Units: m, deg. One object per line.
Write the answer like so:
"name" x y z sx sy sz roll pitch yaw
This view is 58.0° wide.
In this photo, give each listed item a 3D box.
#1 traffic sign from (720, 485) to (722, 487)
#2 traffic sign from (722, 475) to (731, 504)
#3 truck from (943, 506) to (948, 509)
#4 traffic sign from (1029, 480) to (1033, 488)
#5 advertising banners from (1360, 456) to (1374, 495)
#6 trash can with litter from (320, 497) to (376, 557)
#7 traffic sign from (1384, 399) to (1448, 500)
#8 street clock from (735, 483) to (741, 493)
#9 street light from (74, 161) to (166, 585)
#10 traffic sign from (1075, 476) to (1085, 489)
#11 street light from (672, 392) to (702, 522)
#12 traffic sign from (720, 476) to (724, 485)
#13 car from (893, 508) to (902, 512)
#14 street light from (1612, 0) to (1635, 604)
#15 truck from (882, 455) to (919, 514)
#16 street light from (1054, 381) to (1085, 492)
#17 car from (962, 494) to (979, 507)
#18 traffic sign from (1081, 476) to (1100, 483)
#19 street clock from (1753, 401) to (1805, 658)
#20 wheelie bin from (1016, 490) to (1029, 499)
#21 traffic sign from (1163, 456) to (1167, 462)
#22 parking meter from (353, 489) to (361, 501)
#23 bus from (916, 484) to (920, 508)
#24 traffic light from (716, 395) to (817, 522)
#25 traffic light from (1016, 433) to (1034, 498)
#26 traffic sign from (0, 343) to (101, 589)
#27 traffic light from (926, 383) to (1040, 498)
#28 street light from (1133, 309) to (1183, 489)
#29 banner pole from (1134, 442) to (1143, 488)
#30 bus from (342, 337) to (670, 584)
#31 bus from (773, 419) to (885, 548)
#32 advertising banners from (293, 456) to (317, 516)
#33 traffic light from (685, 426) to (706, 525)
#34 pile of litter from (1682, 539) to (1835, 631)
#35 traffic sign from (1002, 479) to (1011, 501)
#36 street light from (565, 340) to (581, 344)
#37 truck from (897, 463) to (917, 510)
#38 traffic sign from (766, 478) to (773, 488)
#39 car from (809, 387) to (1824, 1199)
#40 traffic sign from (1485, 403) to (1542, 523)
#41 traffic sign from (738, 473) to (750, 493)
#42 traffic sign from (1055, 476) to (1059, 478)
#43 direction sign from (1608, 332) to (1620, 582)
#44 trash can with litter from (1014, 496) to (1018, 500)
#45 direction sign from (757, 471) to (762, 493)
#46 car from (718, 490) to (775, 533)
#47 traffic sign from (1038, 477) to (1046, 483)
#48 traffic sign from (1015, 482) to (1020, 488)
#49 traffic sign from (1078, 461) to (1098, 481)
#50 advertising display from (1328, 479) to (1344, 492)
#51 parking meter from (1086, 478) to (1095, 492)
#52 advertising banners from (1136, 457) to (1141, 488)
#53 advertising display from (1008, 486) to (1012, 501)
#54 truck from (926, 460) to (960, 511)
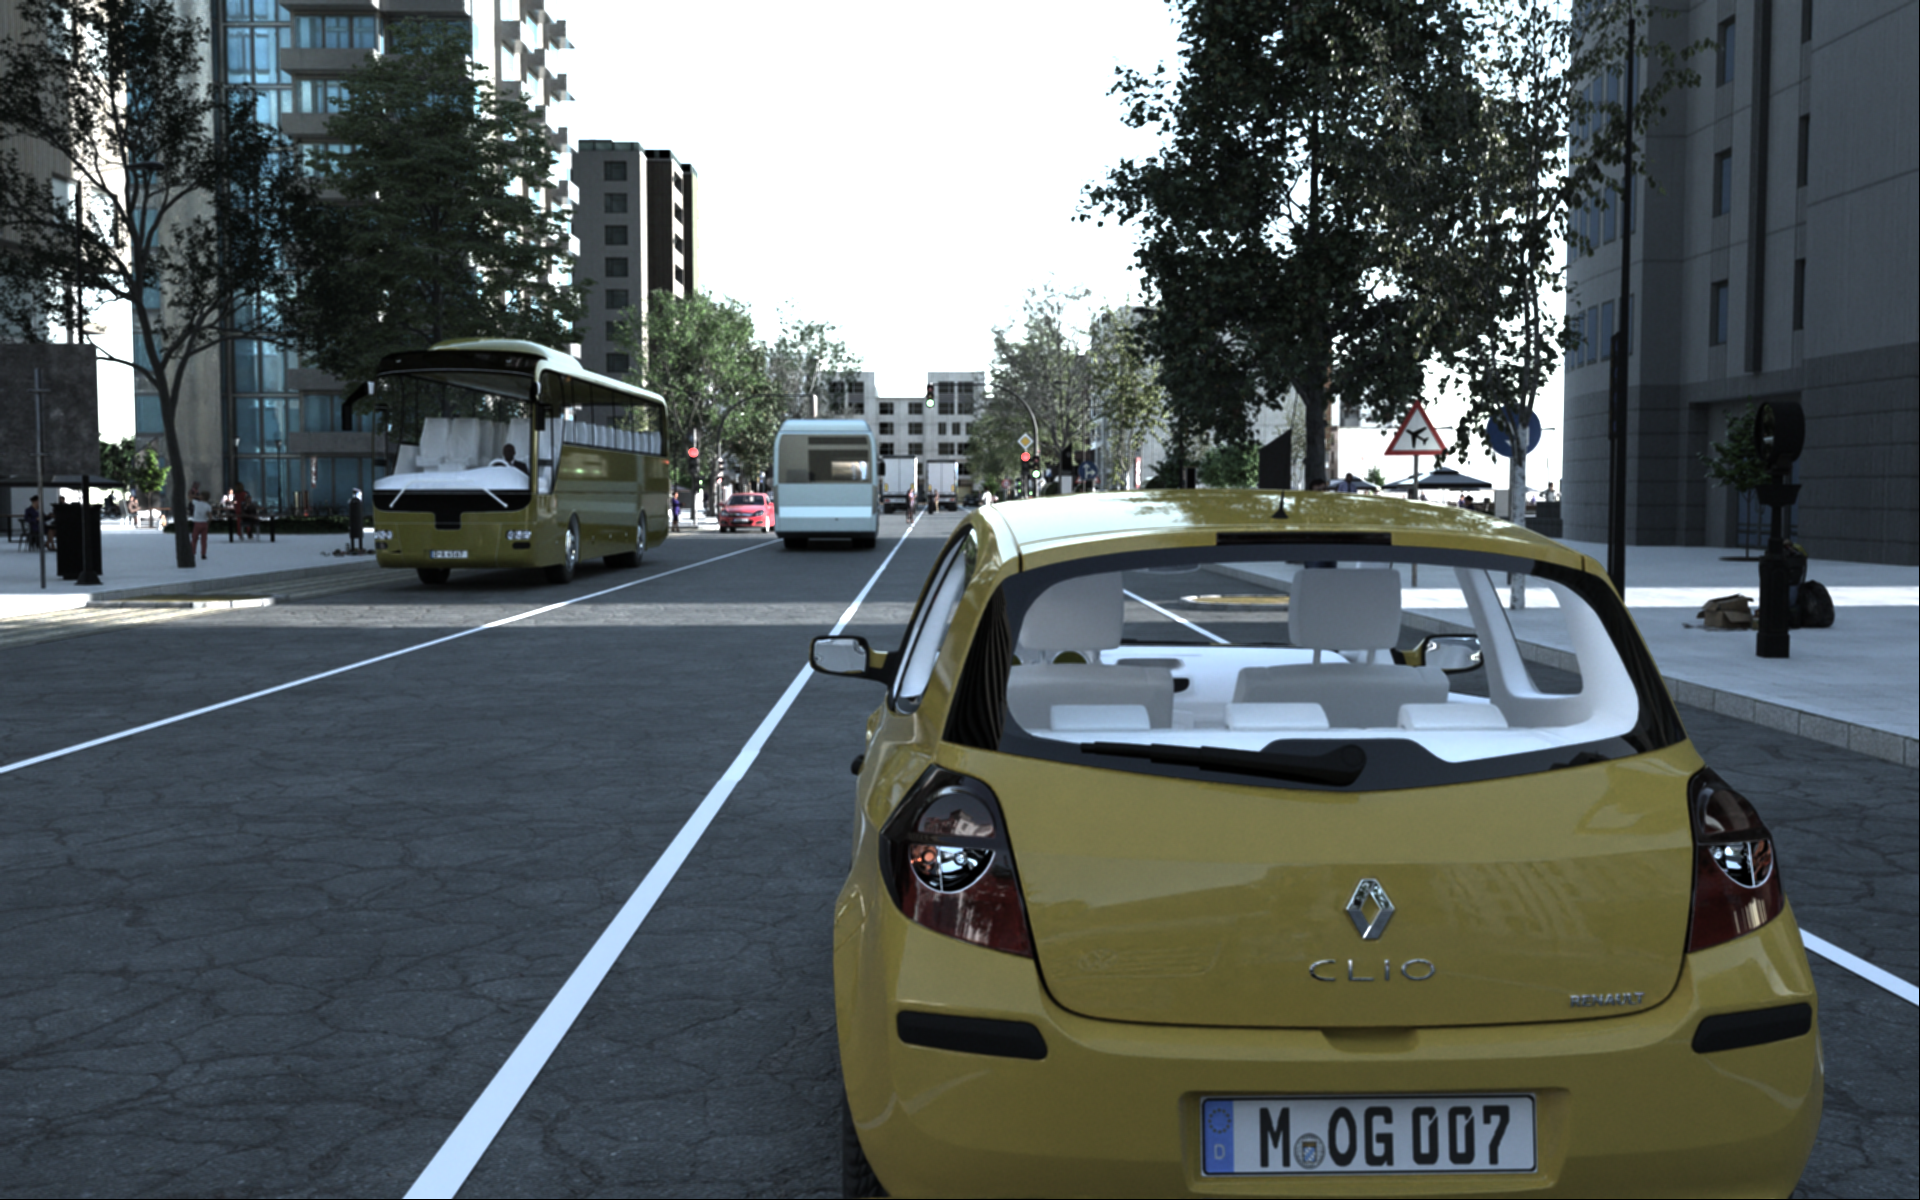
"traffic sign" -16.694 -7.421 121.331 0.884 2.594 0.081 0 4 2
"traffic sign" -15.504 -6.991 114.412 0.768 2.556 0.104 1 4 8
"truck" -1.887 -11.020 169.084 2.839 4.237 11.283 0 4 0
"traffic sign" 5.139 -7.328 121.938 0.606 2.300 0.079 0 4 0
"advertising banners" 18.900 -5.160 80.558 0.090 3.025 2.074 2 4 30
"trash can with litter" -12.963 -1.556 36.499 1.678 1.210 2.233 0 4 0
"traffic sign" 6.287 -1.462 23.901 0.884 2.594 0.081 0 4 6
"street clock" -14.005 -6.406 109.312 0.358 2.002 0.471 1 4 15
"street light" -11.791 -3.168 24.333 1.470 5.913 1.316 0 4 -1
"traffic sign" 6.011 -5.142 84.072 0.884 2.594 0.081 0 4 2
"street light" -12.468 -6.514 79.050 1.470 5.913 1.316 0 4 -1
"traffic sign" -14.496 -6.343 103.809 0.768 2.556 0.104 0 4 7
"car" -4.673 -8.104 141.544 2.155 1.783 4.494 0 4 -1
"street light" 5.390 -2.624 15.444 1.470 5.913 1.316 0 4 -1
"truck" -4.516 -8.666 130.601 2.839 4.237 11.283 0 4 -1
"street light" 4.533 -6.033 71.188 1.470 5.913 1.316 0 4 -1
"car" 1.189 -11.101 191.292 2.009 1.686 4.222 0 4 -2
"traffic sign" 6.149 -4.978 81.391 0.884 2.594 0.081 0 4 3
"street clock" 6.403 -0.551 13.587 0.358 2.002 0.471 0 4 6
"wheelie bin" 4.361 -6.870 120.227 0.980 1.594 0.693 -1 4 -19
"traffic sign" 6.787 -3.365 55.132 0.768 2.556 0.104 0 4 7
"parking meter" -27.668 -4.349 79.511 0.372 1.533 0.369 0 3 0
"bus" -5.600 -11.078 175.992 2.948 3.499 13.247 0 4 -1
"traffic light" -8.916 -6.396 79.245 4.771 5.953 1.251 0 4 -1
"traffic light" 2.974 -5.534 79.395 0.839 4.253 0.868 0 4 -1
"traffic sign" -12.769 -1.808 23.429 2.265 3.308 0.079 0 4 1
"traffic light" 0.997 -5.907 71.240 4.771 5.953 1.251 0 4 -1
"street light" 4.999 -4.331 43.349 1.470 5.913 1.316 0 4 -1
"banner pole" 8.622 -5.726 83.637 0.401 3.779 0.863 -2 4 -28
"bus" -7.439 -2.408 30.916 2.896 3.916 12.252 0 4 0
"bus" -3.600 -3.326 49.240 2.948 3.499 13.247 0 4 -2
"advertising banners" -30.529 -5.173 80.769 2.074 3.025 0.090 3 4 39
"traffic light" -10.892 -5.032 71.196 0.839 4.253 0.868 0 4 -1
"pile of litter" 7.707 -0.171 16.756 1.719 0.858 1.176 -1 4 -15
"traffic sign" 3.930 -9.012 147.457 0.768 2.556 0.104 0 4 6
"street light" -12.076 -4.871 52.175 1.470 5.913 1.316 0 4 -1
"truck" -5.316 -10.551 161.424 2.839 4.237 11.283 0 4 -2
"traffic sign" -14.517 -8.134 133.093 0.768 2.556 0.104 0 4 4
"car" 0.578 0.344 4.604 2.015 1.641 3.980 0 4 -2
"traffic sign" 7.788 -1.488 24.441 0.768 2.556 0.104 1 4 9
"traffic sign" -13.084 -6.414 104.981 0.768 2.556 0.104 0 4 7
"traffic sign" 6.819 -7.256 118.741 0.768 2.556 0.104 0 4 6
"direction sign" 9.288 -1.997 24.648 0.379 3.537 0.876 1 4 15
"trash can with litter" 4.469 -7.510 134.175 0.624 1.170 1.055 1 4 13
"direction sign" -14.745 -8.278 127.347 0.379 3.537 0.876 1 4 20
"car" -8.018 -3.456 65.538 2.155 1.783 4.494 0 4 0
"traffic sign" 6.289 -8.102 132.195 0.795 2.593 0.064 0 4 7
"traffic sign" 4.255 -7.477 124.371 0.606 2.300 0.079 0 4 8
"traffic sign" 4.913 -4.067 66.609 0.768 2.556 0.104 0 4 0
"advertising display" 15.805 -4.090 72.078 0.974 1.923 0.123 0 4 -2
"parking meter" 4.790 -3.541 63.602 0.255 1.863 0.399 1 4 22
"advertising banners" 7.990 -5.184 80.939 0.090 3.025 2.074 2 4 32
"advertising display" 4.105 -8.390 142.382 0.123 1.923 0.974 -1 4 -12
"truck" -1.451 -9.709 147.652 2.839 4.237 11.283 0 4 1
